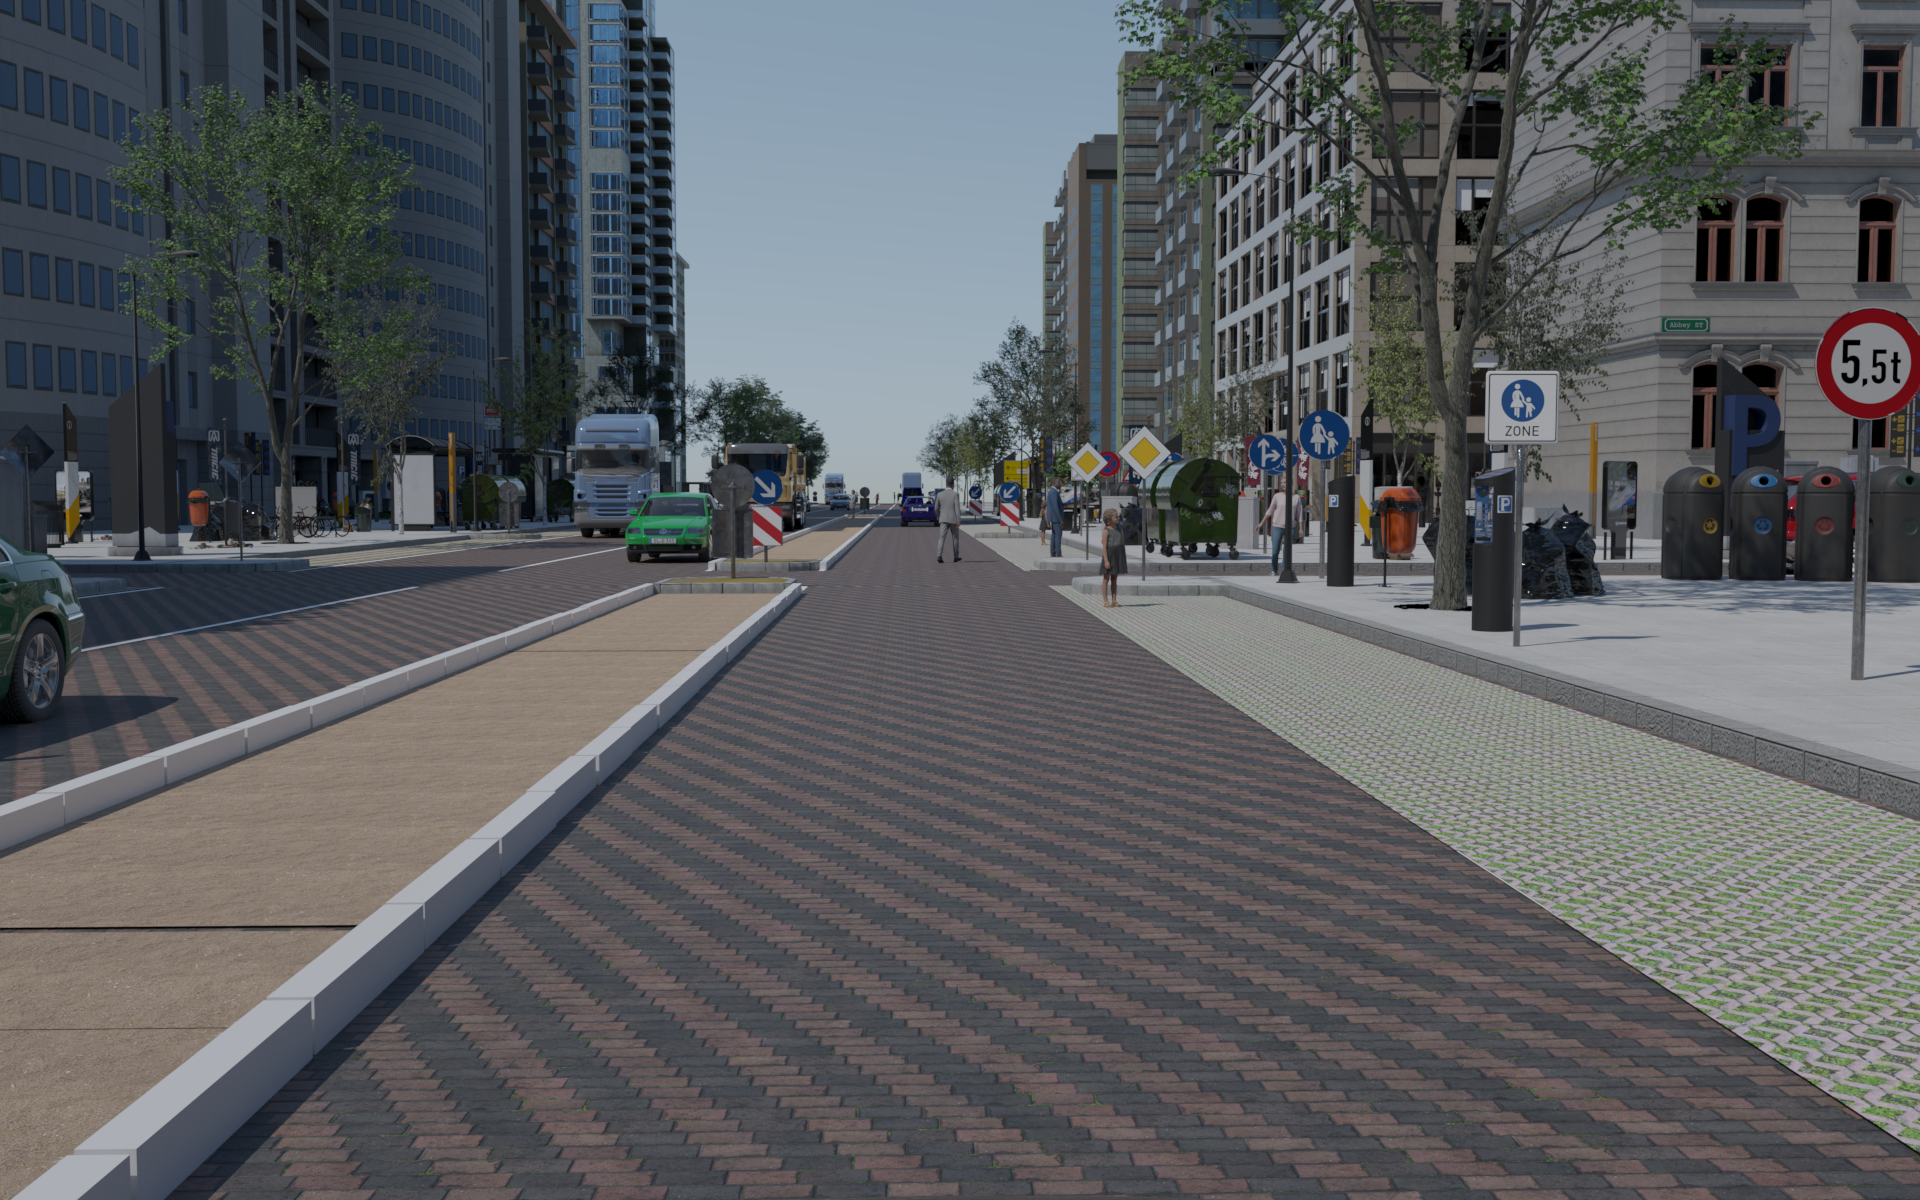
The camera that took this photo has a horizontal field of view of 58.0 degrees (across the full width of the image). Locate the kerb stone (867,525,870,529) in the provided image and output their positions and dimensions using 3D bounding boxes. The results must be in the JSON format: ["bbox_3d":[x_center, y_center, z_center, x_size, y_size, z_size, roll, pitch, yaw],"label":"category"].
[{"bbox_3d":[-3.601,-2.671,65.899,0.120,0.150,1.000,0,4,-2],"label":"kerb stone"}]

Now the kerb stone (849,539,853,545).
[{"bbox_3d":[-3.004,-1.481,46.415,0.120,0.150,1.000,0,4,-2],"label":"kerb stone"}]

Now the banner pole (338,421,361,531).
[{"bbox_3d":[-21.084,-4.271,59.840,0.863,3.779,0.401,-3,4,-38],"label":"banner pole"}]

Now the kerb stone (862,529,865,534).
[{"bbox_3d":[-3.376,-2.233,58.711,0.120,0.150,1.000,0,4,-2],"label":"kerb stone"}]

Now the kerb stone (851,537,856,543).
[{"bbox_3d":[-3.066,-1.607,48.466,0.120,0.150,1.000,0,4,-2],"label":"kerb stone"}]

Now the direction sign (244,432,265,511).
[{"bbox_3d":[-26.049,-4.382,63.637,0.876,3.537,0.379,3,5,44],"label":"direction sign"}]

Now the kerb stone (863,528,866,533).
[{"bbox_3d":[-3.410,-2.295,59.732,0.120,0.150,1.000,0,4,-2],"label":"kerb stone"}]

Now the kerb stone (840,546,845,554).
[{"bbox_3d":[-2.816,-1.106,40.277,0.120,0.150,1.000,0,4,-2],"label":"kerb stone"}]

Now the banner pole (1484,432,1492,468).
[{"bbox_3d":[21.171,-4.838,69.124,0.863,3.779,0.401,1,4,21],"label":"banner pole"}]

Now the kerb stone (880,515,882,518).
[{"bbox_3d":[-4.516,-4.483,95.635,0.120,0.150,1.000,0,4,-2],"label":"kerb stone"}]

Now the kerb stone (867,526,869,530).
[{"bbox_3d":[-3.571,-2.610,64.873,0.120,0.150,1.000,0,4,-2],"label":"kerb stone"}]

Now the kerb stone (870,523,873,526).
[{"bbox_3d":[-3.752,-2.986,71.019,0.120,0.150,1.000,0,4,-2],"label":"kerb stone"}]

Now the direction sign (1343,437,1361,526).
[{"bbox_3d":[15.646,-4.702,68.868,0.876,3.537,0.379,3,4,36],"label":"direction sign"}]

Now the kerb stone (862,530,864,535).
[{"bbox_3d":[-3.343,-2.170,57.682,0.120,0.150,1.000,0,4,-2],"label":"kerb stone"}]

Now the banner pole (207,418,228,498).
[{"bbox_3d":[-24.331,-4.092,56.921,0.401,3.779,0.863,3,4,38],"label":"banner pole"}]

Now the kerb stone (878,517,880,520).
[{"bbox_3d":[-4.305,-4.053,88.455,0.120,0.150,1.000,0,4,-2],"label":"kerb stone"}]

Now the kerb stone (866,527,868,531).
[{"bbox_3d":[-3.508,-2.482,62.810,0.120,0.150,1.000,0,4,-2],"label":"kerb stone"}]

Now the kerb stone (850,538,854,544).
[{"bbox_3d":[-3.035,-1.544,47.436,0.120,0.150,1.000,0,4,-2],"label":"kerb stone"}]

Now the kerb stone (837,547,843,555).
[{"bbox_3d":[-2.782,-1.043,39.250,0.120,0.150,1.000,0,4,-2],"label":"kerb stone"}]

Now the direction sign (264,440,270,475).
[{"bbox_3d":[-29.092,-4.903,72.161,0.379,3.537,0.876,2,4,23],"label":"direction sign"}]

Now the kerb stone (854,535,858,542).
[{"bbox_3d":[-3.132,-1.723,50.515,0.120,0.150,1.000,0,4,-2],"label":"kerb stone"}]

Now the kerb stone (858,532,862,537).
[{"bbox_3d":[-3.256,-1.983,54.611,0.120,0.150,1.000,0,4,-2],"label":"kerb stone"}]

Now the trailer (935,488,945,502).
[{"bbox_3d":[-2.049,-10.216,174.074,1.471,1.999,3.904,0,4,-3],"label":"trailer"}]

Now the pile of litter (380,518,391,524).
[{"bbox_3d":[-24.537,-3.790,75.931,1.719,0.858,1.176,-1,4,-13],"label":"pile of litter"}]

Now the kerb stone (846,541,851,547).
[{"bbox_3d":[-2.942,-1.356,44.365,0.120,0.150,1.000,0,4,-2],"label":"kerb stone"}]

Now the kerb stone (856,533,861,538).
[{"bbox_3d":[-3.223,-1.916,53.582,0.120,0.150,1.000,0,4,-2],"label":"kerb stone"}]

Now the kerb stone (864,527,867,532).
[{"bbox_3d":[-3.476,-2.421,61.784,0.120,0.150,1.000,0,4,-2],"label":"kerb stone"}]

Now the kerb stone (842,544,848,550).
[{"bbox_3d":[-2.879,-1.226,42.320,0.120,0.150,1.000,0,4,-2],"label":"kerb stone"}]

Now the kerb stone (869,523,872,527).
[{"bbox_3d":[-3.734,-2.924,69.997,0.120,0.150,1.000,0,4,-2],"label":"kerb stone"}]

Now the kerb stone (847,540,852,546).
[{"bbox_3d":[-2.973,-1.419,45.393,0.120,0.150,1.000,0,4,-2],"label":"kerb stone"}]

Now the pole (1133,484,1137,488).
[{"bbox_3d":[8.869,-5.748,87.821,0.158,3.312,0.155,0,3,0],"label":"pole"}]

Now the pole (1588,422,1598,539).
[{"bbox_3d":[18.055,-3.396,49.370,0.158,3.312,0.155,0,3,0],"label":"pole"}]

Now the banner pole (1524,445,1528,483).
[{"bbox_3d":[14.968,-3.422,45.964,0.401,3.779,0.863,2,4,32],"label":"banner pole"}]

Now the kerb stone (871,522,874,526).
[{"bbox_3d":[-3.824,-3.111,73.065,0.120,0.150,1.000,0,4,-2],"label":"kerb stone"}]

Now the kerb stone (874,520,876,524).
[{"bbox_3d":[-3.984,-3.424,78.199,0.120,0.150,1.000,0,4,-2],"label":"kerb stone"}]

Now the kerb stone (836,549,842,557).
[{"bbox_3d":[-2.750,-0.981,38.227,0.120,0.150,1.000,0,4,-2],"label":"kerb stone"}]

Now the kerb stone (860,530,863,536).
[{"bbox_3d":[-3.322,-2.108,56.656,0.120,0.150,1.000,0,4,-2],"label":"kerb stone"}]

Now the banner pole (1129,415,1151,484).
[{"bbox_3d":[5.734,-3.963,54.813,0.863,3.779,0.401,1,4,12],"label":"banner pole"}]

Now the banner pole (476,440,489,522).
[{"bbox_3d":[-21.934,-5.498,79.901,0.401,3.779,0.863,0,4,-3],"label":"banner pole"}]

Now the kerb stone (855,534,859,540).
[{"bbox_3d":[-3.164,-1.794,51.536,0.120,0.150,1.000,0,4,-2],"label":"kerb stone"}]

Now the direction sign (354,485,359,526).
[{"bbox_3d":[-24.326,-4.768,69.947,0.379,3.537,0.876,0,4,-6],"label":"direction sign"}]

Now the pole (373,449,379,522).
[{"bbox_3d":[-26.683,-5.217,79.145,0.158,3.312,0.155,0,3,0],"label":"pole"}]

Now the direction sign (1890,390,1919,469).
[{"bbox_3d":[20.113,-2.734,36.704,0.379,3.537,0.876,-2,4,-28],"label":"direction sign"}]

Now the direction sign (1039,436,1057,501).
[{"bbox_3d":[3.365,-4.666,68.283,0.379,3.537,0.876,-2,4,-30],"label":"direction sign"}]

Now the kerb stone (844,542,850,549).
[{"bbox_3d":[-2.905,-1.293,43.343,0.120,0.150,1.000,0,4,-2],"label":"kerb stone"}]

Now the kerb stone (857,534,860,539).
[{"bbox_3d":[-3.190,-1.849,52.559,0.120,0.150,1.000,0,4,-2],"label":"kerb stone"}]

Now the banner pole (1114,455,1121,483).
[{"bbox_3d":[9.929,-7.274,108.946,0.863,3.779,0.401,-3,5,-44],"label":"banner pole"}]

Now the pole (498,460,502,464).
[{"bbox_3d":[-25.737,-6.309,97.002,0.158,3.312,0.155,0,3,0],"label":"pole"}]

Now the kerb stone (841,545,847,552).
[{"bbox_3d":[-2.843,-1.168,41.299,0.120,0.150,1.000,0,4,-2],"label":"kerb stone"}]

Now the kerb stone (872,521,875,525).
[{"bbox_3d":[-3.880,-3.237,75.115,0.120,0.150,1.000,0,4,-2],"label":"kerb stone"}]

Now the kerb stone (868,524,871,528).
[{"bbox_3d":[-3.674,-2.799,67.954,0.120,0.150,1.000,0,4,-2],"label":"kerb stone"}]

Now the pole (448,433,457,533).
[{"bbox_3d":[-16.912,-3.908,57.731,0.158,3.312,0.155,0,3,0],"label":"pole"}]
